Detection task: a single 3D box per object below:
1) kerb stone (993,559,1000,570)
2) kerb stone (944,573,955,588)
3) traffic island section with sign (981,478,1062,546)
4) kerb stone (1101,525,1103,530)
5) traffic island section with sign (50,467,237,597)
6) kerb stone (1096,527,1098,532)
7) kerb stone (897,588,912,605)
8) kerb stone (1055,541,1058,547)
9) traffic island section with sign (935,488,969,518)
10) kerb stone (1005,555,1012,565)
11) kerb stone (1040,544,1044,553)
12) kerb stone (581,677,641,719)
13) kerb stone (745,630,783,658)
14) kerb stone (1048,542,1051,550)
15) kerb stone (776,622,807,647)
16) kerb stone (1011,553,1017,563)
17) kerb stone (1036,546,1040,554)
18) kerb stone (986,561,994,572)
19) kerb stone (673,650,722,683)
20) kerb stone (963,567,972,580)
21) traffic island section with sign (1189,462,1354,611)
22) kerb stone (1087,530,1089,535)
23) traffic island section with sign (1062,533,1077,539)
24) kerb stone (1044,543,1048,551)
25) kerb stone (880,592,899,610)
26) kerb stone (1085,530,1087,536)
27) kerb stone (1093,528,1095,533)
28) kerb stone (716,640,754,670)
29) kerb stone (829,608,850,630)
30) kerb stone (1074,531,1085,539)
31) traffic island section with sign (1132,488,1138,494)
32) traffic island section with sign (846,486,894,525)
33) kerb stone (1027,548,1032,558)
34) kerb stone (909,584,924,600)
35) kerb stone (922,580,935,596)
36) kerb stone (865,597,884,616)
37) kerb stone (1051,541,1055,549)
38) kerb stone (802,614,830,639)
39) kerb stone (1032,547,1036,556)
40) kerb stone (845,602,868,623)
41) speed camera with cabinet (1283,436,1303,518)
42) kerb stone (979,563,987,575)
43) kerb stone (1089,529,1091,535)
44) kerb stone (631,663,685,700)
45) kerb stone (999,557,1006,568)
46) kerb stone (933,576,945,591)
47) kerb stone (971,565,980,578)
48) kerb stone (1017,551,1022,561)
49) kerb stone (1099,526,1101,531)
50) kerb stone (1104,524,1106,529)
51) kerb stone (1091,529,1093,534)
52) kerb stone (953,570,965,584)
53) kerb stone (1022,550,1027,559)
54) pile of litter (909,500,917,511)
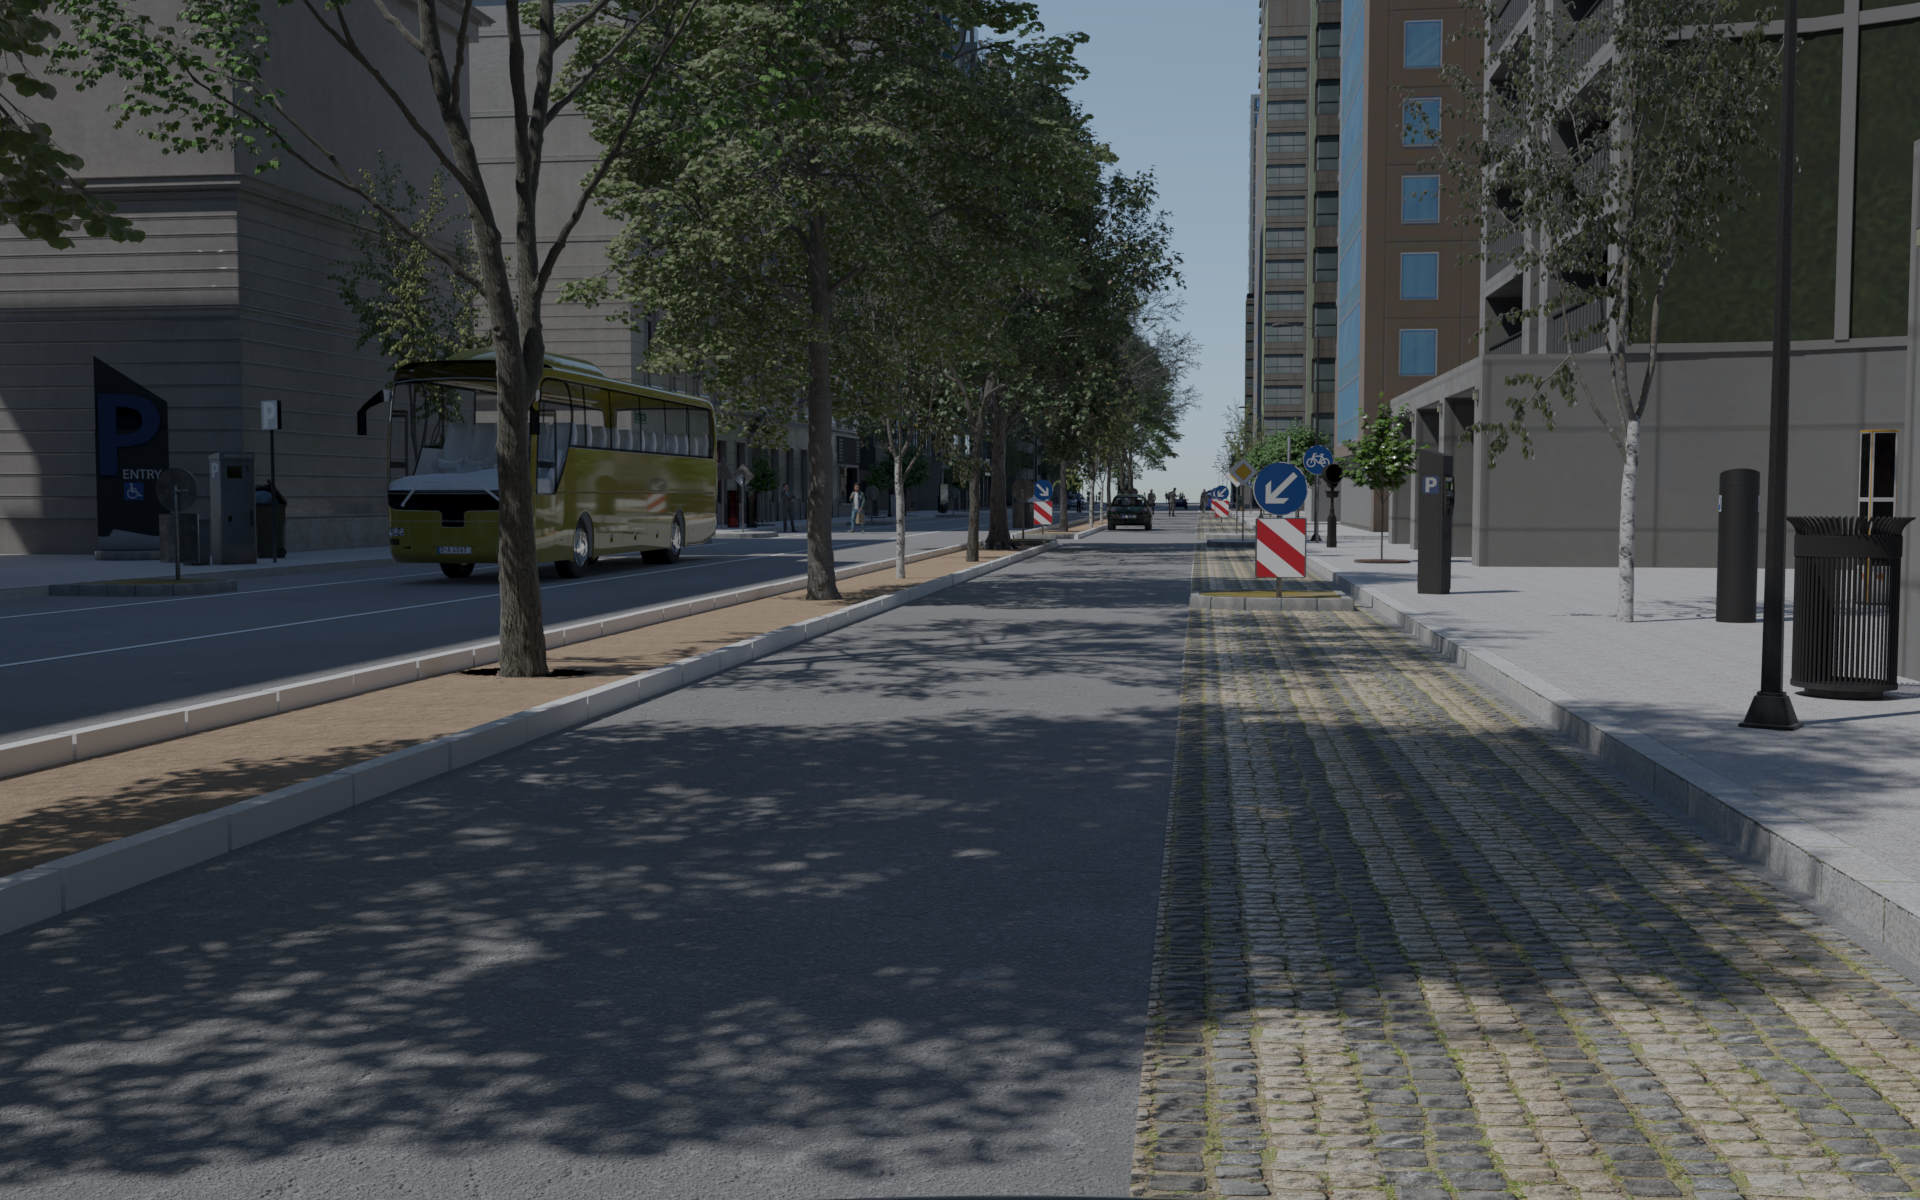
[{"bbox_3d":[0.600,-0.652,32.856,0.120,0.150,1.000,0,4,8],"label":"kerb stone"},{"bbox_3d":[-0.249,-0.280,26.767,0.120,0.150,1.000,0,4,8],"label":"kerb stone"},{"bbox_3d":[1.702,-2.468,48.496,2.006,1.907,1.989,0,4,8],"label":"traffic island section with sign"},{"bbox_3d":[5.328,-2.733,66.899,0.120,0.150,1.000,0,4,8],"label":"kerb stone"},{"bbox_3d":[-11.708,-1.012,25.177,1.989,1.847,2.006,0,4,8],"label":"traffic island section with sign"},{"bbox_3d":[4.902,-2.548,63.859,0.120,0.150,1.000,0,4,8],"label":"kerb stone"},{"bbox_3d":[-0.805,-0.025,22.695,0.120,0.150,1.000,0,4,8],"label":"kerb stone"},{"bbox_3d":[2.435,-1.460,46.073,0.120,0.150,1.000,0,4,8],"label":"kerb stone"},{"bbox_3d":[-0.406,-6.001,106.748,1.989,1.847,2.006,0,4,8],"label":"traffic island section with sign"},{"bbox_3d":[0.876,-0.773,34.896,0.120,0.150,1.000,0,4,8],"label":"kerb stone"},{"bbox_3d":[1.872,-1.212,42.012,0.120,0.150,1.000,0,4,8],"label":"kerb stone"},{"bbox_3d":[-2.354,0.656,11.515,0.120,0.150,1.000,0,4,8],"label":"kerb stone"},{"bbox_3d":[-1.792,0.405,15.571,0.120,0.150,1.000,0,4,8],"label":"kerb stone"},{"bbox_3d":[2.152,-1.333,44.038,0.120,0.150,1.000,0,4,8],"label":"kerb stone"},{"bbox_3d":[-1.656,0.343,16.584,0.120,0.150,1.000,0,4,8],"label":"kerb stone"},{"bbox_3d":[1.026,-0.838,35.916,0.120,0.150,1.000,0,4,8],"label":"kerb stone"},{"bbox_3d":[1.733,-1.150,40.995,0.120,0.150,1.000,0,4,8],"label":"kerb stone"},{"bbox_3d":[0.453,-0.590,31.836,0.120,0.150,1.000,0,4,8],"label":"kerb stone"},{"bbox_3d":[-2.075,0.529,13.546,0.120,0.150,1.000,0,4,8],"label":"kerb stone"},{"bbox_3d":[0.038,-0.404,28.795,0.120,0.150,1.000,0,4,8],"label":"kerb stone"},{"bbox_3d":[3.937,-0.822,22.067,1.989,1.847,2.006,0,4,8],"label":"traffic island section with sign"},{"bbox_3d":[4.189,-2.237,58.775,0.120,0.150,1.000,0,4,8],"label":"kerb stone"},{"bbox_3d":[2.729,-2.917,55.832,2.006,1.907,1.989,0,4,8],"label":"traffic island section with sign"},{"bbox_3d":[2.014,-1.269,43.025,0.120,0.150,1.000,0,4,8],"label":"kerb stone"},{"bbox_3d":[-0.941,0.032,21.677,0.120,0.150,1.000,0,4,8],"label":"kerb stone"},{"bbox_3d":[4.049,-2.171,57.763,0.120,0.150,1.000,0,4,8],"label":"kerb stone"},{"bbox_3d":[4.623,-2.424,61.829,0.120,0.150,1.000,0,4,8],"label":"kerb stone"},{"bbox_3d":[-1.936,0.472,14.559,0.120,0.150,1.000,0,4,8],"label":"kerb stone"},{"bbox_3d":[-1.368,0.227,18.624,0.120,0.150,1.000,0,4,8],"label":"kerb stone"},{"bbox_3d":[3.916,-2.113,56.747,0.120,0.150,1.000,0,4,8],"label":"kerb stone"},{"bbox_3d":[13.037,-7.470,130.263,2.006,1.907,1.989,0,4,8],"label":"traffic island section with sign"},{"bbox_3d":[-4.110,-4.368,80.048,1.989,1.847,2.006,0,4,8],"label":"traffic island section with sign"},{"bbox_3d":[1.452,-1.025,38.963,0.120,0.150,1.000,0,4,8],"label":"kerb stone"},{"bbox_3d":[-0.662,-0.087,23.708,0.120,0.150,1.000,0,4,8],"label":"kerb stone"},{"bbox_3d":[-0.522,-0.147,24.735,0.120,0.150,1.000,0,4,8],"label":"kerb stone"},{"bbox_3d":[-1.085,0.096,20.656,0.120,0.150,1.000,0,4,8],"label":"kerb stone"},{"bbox_3d":[2.294,-1.391,45.051,0.120,0.150,1.000,0,4,8],"label":"kerb stone"},{"bbox_3d":[-1.511,0.282,17.608,0.120,0.150,1.000,0,4,8],"label":"kerb stone"},{"bbox_3d":[1.588,-1.087,39.976,0.120,0.150,1.000,0,4,8],"label":"kerb stone"},{"bbox_3d":[-1.226,0.156,19.642,0.120,0.150,1.000,0,4,8],"label":"kerb stone"},{"bbox_3d":[11.241,-3.935,58.671,0.660,3.252,2.038,1,4,18],"label":"speed camera with cabinet"},{"bbox_3d":[0.320,-0.528,30.821,0.120,0.150,1.000,0,4,8],"label":"kerb stone"},{"bbox_3d":[4.332,-2.299,59.787,0.120,0.150,1.000,0,4,8],"label":"kerb stone"},{"bbox_3d":[-2.216,0.595,12.528,0.120,0.150,1.000,0,4,8],"label":"kerb stone"},{"bbox_3d":[0.742,-0.709,33.873,0.120,0.150,1.000,0,4,8],"label":"kerb stone"},{"bbox_3d":[-0.389,-0.214,25.748,0.120,0.150,1.000,0,4,8],"label":"kerb stone"},{"bbox_3d":[0.174,-0.466,29.809,0.120,0.150,1.000,0,4,8],"label":"kerb stone"},{"bbox_3d":[1.166,-0.901,36.928,0.120,0.150,1.000,0,4,8],"label":"kerb stone"},{"bbox_3d":[5.177,-2.672,65.888,0.120,0.150,1.000,0,4,8],"label":"kerb stone"},{"bbox_3d":[5.605,-2.857,68.932,0.120,0.150,1.000,0,4,8],"label":"kerb stone"},{"bbox_3d":[4.481,-2.362,60.807,0.120,0.150,1.000,0,4,8],"label":"kerb stone"},{"bbox_3d":[-0.094,-0.342,27.782,0.120,0.150,1.000,0,4,8],"label":"kerb stone"},{"bbox_3d":[1.305,-0.963,37.951,0.120,0.150,1.000,0,4,8],"label":"kerb stone"},{"bbox_3d":[-3.866,-7.107,130.169,1.176,0.858,1.719,-2,4,-29],"label":"pile of litter"}]
